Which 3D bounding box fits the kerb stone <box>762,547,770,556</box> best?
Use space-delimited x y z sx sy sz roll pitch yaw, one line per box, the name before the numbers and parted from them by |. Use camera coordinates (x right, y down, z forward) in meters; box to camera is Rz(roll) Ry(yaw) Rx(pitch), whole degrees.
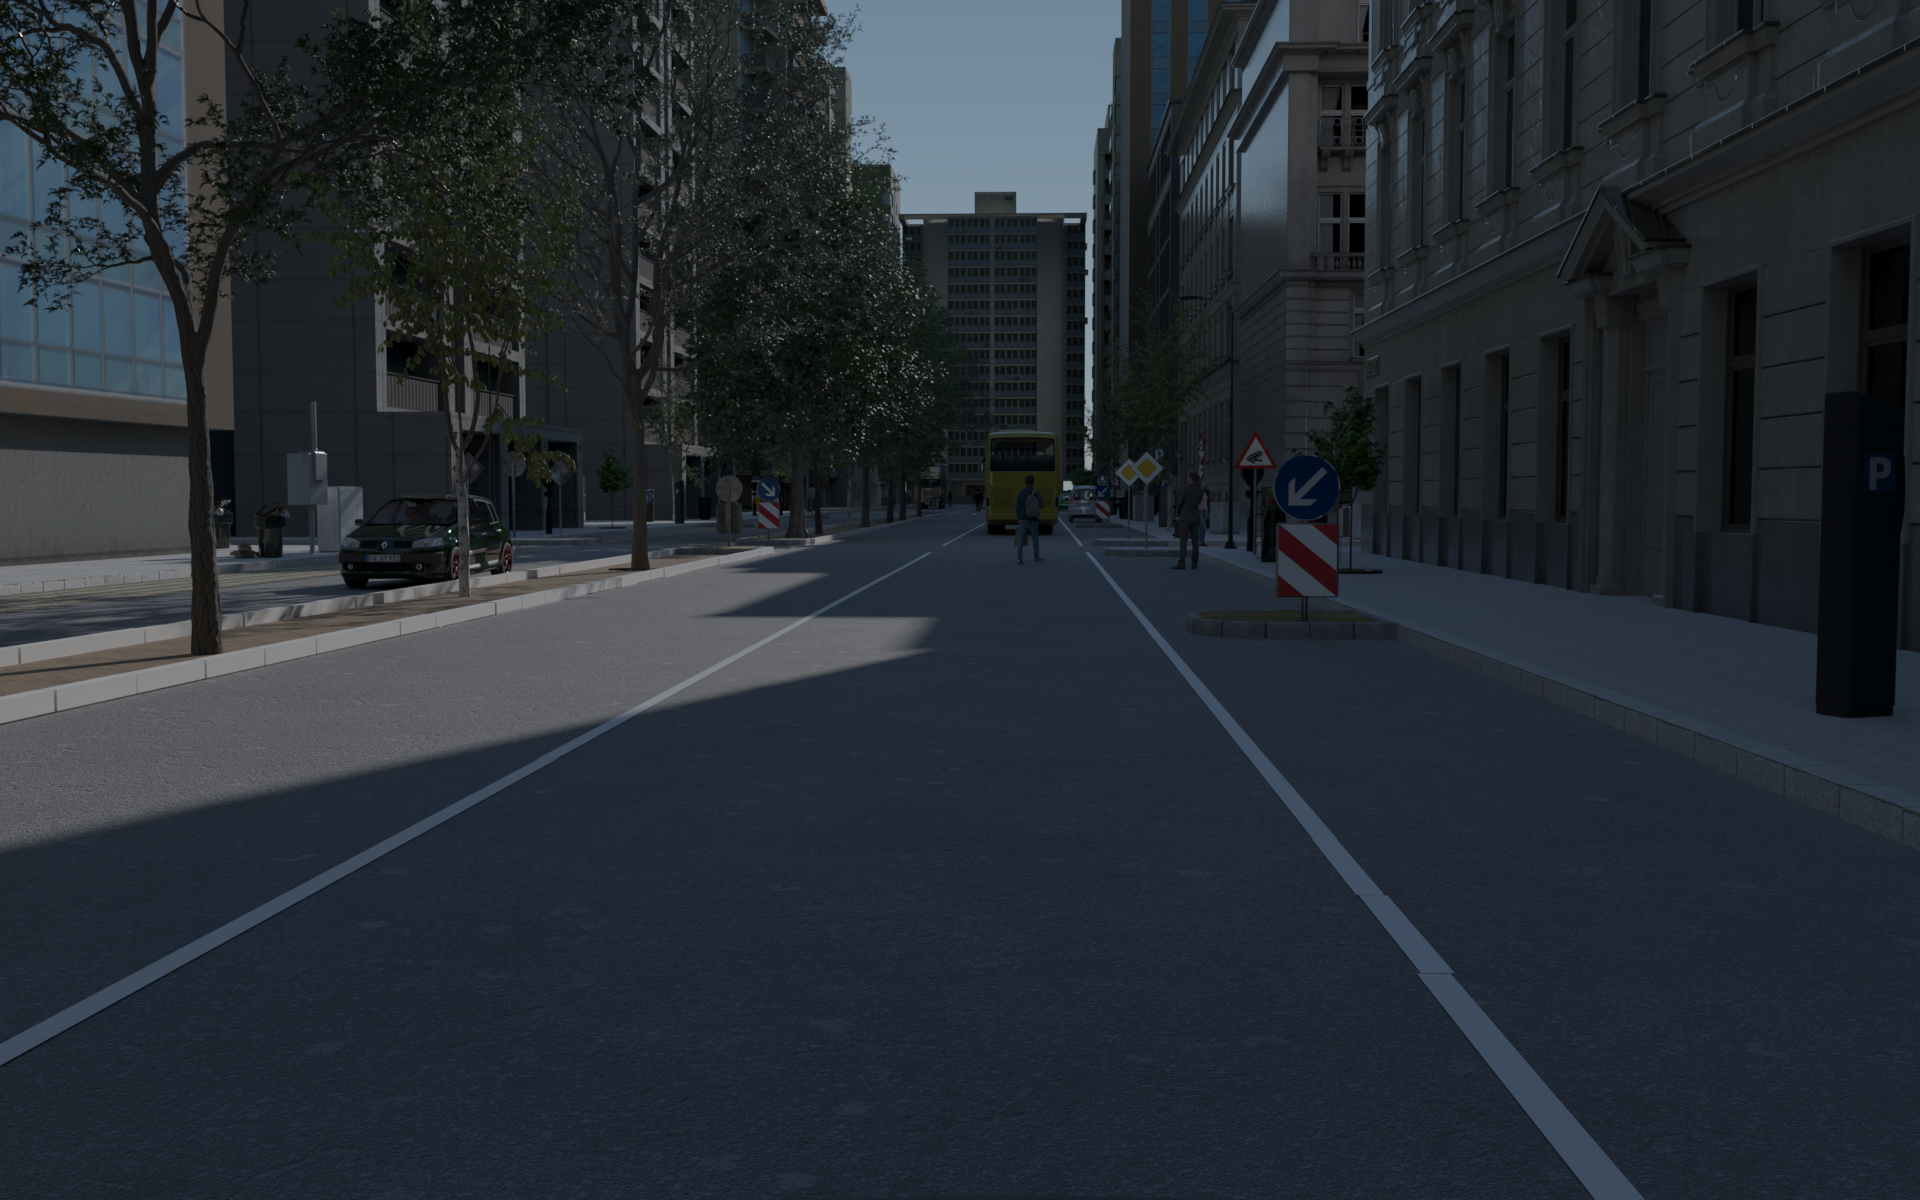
kerb stone | -4.653 -1.121 40.532 0.120 0.150 1.000 0 4 3

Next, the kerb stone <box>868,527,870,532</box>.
kerb stone | -3.556 -2.596 64.647 0.120 0.150 1.000 0 4 3

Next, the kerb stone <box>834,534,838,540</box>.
kerb stone | -4.026 -1.967 54.387 0.120 0.150 1.000 0 4 3

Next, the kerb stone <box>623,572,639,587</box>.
kerb stone | -5.252 -0.306 27.195 0.120 0.150 1.000 0 4 3

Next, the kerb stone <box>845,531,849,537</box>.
kerb stone | -3.882 -2.154 57.455 0.120 0.150 1.000 0 4 3

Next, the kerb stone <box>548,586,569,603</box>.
kerb stone | -5.442 -0.056 23.105 0.120 0.150 1.000 0 4 3

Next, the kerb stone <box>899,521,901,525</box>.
kerb stone | -2.900 -3.473 78.973 0.120 0.150 1.000 0 4 3

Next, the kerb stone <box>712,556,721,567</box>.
kerb stone | -4.943 -0.746 34.387 0.120 0.150 1.000 0 4 3

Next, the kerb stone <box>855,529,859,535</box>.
kerb stone | -3.747 -2.342 60.534 0.120 0.150 1.000 0 4 3

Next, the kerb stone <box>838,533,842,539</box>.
kerb stone | -3.980 -2.032 55.413 0.120 0.150 1.000 0 4 3

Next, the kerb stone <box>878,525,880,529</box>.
kerb stone | -3.380 -2.847 68.741 0.120 0.150 1.000 0 4 3

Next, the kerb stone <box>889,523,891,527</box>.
kerb stone | -3.142 -3.160 73.868 0.120 0.150 1.000 0 4 3

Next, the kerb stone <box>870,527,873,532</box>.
kerb stone | -3.505 -2.659 65.670 0.120 0.150 1.000 0 4 3

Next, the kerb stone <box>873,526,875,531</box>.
kerb stone | -3.466 -2.722 66.693 0.120 0.150 1.000 0 4 3

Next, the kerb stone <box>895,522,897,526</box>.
kerb stone | -2.999 -3.348 76.931 0.120 0.150 1.000 0 4 3

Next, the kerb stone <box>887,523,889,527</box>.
kerb stone | -3.187 -3.090 72.844 0.120 0.150 1.000 0 4 3

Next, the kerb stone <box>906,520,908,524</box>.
kerb stone | -2.725 -3.721 83.075 0.120 0.150 1.000 0 4 3

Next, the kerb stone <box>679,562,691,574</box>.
kerb stone | -5.070 -0.557 31.312 0.120 0.150 1.000 0 4 3

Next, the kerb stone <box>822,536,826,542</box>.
kerb stone | -4.169 -1.780 51.305 0.120 0.150 1.000 0 4 3

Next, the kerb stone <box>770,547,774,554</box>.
kerb stone | -4.609 -1.184 41.553 0.120 0.150 1.000 0 4 3

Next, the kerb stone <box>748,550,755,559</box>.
kerb stone | -4.753 -0.992 38.481 0.120 0.150 1.000 0 4 3

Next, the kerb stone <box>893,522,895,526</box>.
kerb stone | -3.049 -3.283 75.910 0.120 0.150 1.000 0 4 3

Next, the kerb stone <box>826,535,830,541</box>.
kerb stone | -4.120 -1.843 52.328 0.120 0.150 1.000 0 4 3

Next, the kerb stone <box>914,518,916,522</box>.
kerb stone | -2.488 -4.037 88.204 0.120 0.150 1.000 0 4 3

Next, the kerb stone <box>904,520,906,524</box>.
kerb stone | -2.769 -3.661 82.053 0.120 0.150 1.000 0 4 3

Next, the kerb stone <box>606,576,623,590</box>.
kerb stone | -5.307 -0.243 26.171 0.120 0.150 1.000 0 4 3

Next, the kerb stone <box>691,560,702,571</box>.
kerb stone | -5.028 -0.618 32.334 0.120 0.150 1.000 0 4 3

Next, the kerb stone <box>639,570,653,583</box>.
kerb stone | -5.222 -0.368 28.224 0.120 0.150 1.000 0 4 3

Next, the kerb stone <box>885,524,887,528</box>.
kerb stone | -3.237 -3.032 71.823 0.120 0.150 1.000 0 4 3

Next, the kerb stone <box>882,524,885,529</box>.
kerb stone | -3.277 -2.972 70.795 0.120 0.150 1.000 0 4 3

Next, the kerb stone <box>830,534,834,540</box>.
kerb stone | -4.074 -1.901 53.363 0.120 0.150 1.000 0 4 3

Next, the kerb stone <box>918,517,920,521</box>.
kerb stone | -2.344 -4.225 91.279 0.120 0.150 1.000 0 4 3

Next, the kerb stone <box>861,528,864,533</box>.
kerb stone | -3.656 -2.471 62.589 0.120 0.150 1.000 0 4 3

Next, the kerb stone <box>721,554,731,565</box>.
kerb stone | -4.886 -0.808 35.409 0.120 0.150 1.000 0 4 3

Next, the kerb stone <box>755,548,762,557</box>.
kerb stone | -4.706 -1.055 39.506 0.120 0.150 1.000 0 4 3

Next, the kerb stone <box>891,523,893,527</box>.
kerb stone | -3.099 -3.222 74.889 0.120 0.150 1.000 0 4 3

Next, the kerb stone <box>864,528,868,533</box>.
kerb stone | -3.600 -2.534 63.625 0.120 0.150 1.000 0 4 3

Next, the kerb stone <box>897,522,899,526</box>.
kerb stone | -2.948 -3.410 77.952 0.120 0.150 1.000 0 4 3

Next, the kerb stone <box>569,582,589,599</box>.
kerb stone | -5.398 -0.118 24.127 0.120 0.150 1.000 0 4 3

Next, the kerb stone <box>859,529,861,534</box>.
kerb stone | -3.702 -2.407 61.555 0.120 0.150 1.000 0 4 3

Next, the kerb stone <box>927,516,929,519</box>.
kerb stone | -2.021 -4.665 98.467 0.120 0.150 1.000 0 4 3

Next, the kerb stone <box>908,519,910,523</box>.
kerb stone | -2.670 -3.786 84.096 0.120 0.150 1.000 0 4 3

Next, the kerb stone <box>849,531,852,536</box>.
kerb stone | -3.842 -2.219 58.481 0.120 0.150 1.000 0 4 3

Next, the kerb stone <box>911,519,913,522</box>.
kerb stone | -2.582 -3.911 86.148 0.120 0.150 1.000 0 4 3

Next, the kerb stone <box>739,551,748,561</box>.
kerb stone | -4.791 -0.934 37.460 0.120 0.150 1.000 0 4 3

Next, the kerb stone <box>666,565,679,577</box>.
kerb stone | -5.116 -0.494 30.275 0.120 0.150 1.000 0 4 3

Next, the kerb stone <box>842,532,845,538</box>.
kerb stone | -3.930 -2.085 56.434 0.120 0.150 1.000 0 4 3

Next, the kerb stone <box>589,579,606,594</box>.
kerb stone | -5.359 -0.176 25.151 0.120 0.150 1.000 0 4 3

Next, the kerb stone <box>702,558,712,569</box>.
kerb stone | -4.984 -0.683 33.360 0.120 0.150 1.000 0 4 3

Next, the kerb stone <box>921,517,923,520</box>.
kerb stone | -2.249 -4.351 93.326 0.120 0.150 1.000 0 4 3

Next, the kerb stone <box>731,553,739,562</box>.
kerb stone | -4.839 -0.869 36.435 0.120 0.150 1.000 0 4 3

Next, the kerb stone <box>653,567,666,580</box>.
kerb stone | -5.172 -0.432 29.252 0.120 0.150 1.000 0 4 3

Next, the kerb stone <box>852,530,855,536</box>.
kerb stone | -3.793 -2.282 59.508 0.120 0.150 1.000 0 4 3

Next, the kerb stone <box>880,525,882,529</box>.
kerb stone | -3.329 -2.910 69.767 0.120 0.150 1.000 0 4 3

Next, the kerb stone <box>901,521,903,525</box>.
kerb stone | -2.870 -3.536 80.003 0.120 0.150 1.000 0 4 3

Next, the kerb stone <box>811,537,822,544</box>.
kerb stone | -4.201 -1.717 50.282 0.120 0.150 1.000 0 4 3

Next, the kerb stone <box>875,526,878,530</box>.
kerb stone | -3.414 -2.781 67.720 0.120 0.150 1.000 0 4 3
